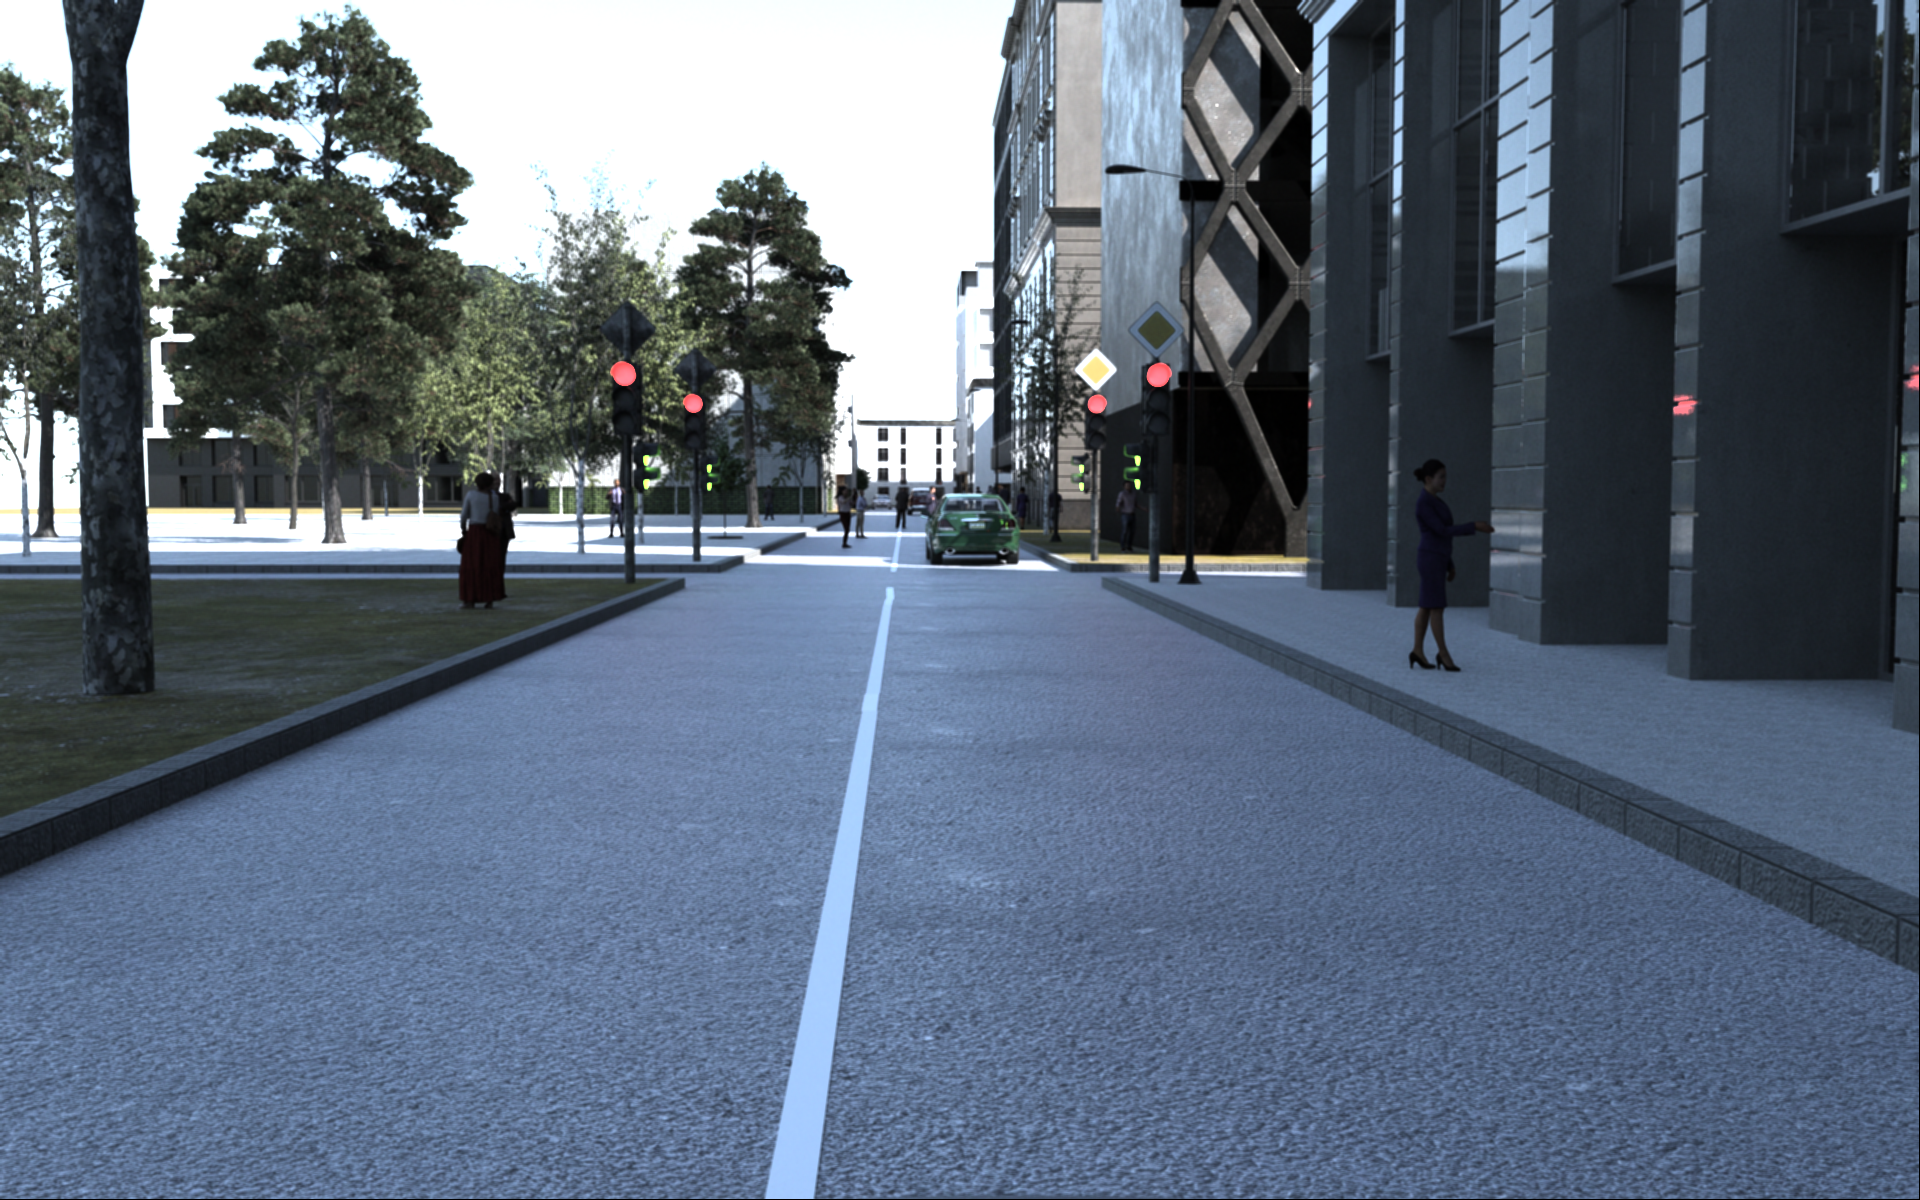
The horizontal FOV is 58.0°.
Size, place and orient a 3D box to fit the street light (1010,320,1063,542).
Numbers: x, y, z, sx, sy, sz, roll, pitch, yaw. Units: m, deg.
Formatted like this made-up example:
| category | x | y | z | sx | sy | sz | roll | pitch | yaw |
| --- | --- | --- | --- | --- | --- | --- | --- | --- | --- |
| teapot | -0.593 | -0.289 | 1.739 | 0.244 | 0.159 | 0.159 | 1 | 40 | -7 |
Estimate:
| category | x | y | z | sx | sy | sz | roll | pitch | yaw |
| --- | --- | --- | --- | --- | --- | --- | --- | --- | --- |
| street light | 2.033 | -4.511 | 46.297 | 1.470 | 5.913 | 1.316 | 0 | 4 | -2 |

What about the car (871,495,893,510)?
| category | x | y | z | sx | sy | sz | roll | pitch | yaw |
| --- | --- | --- | --- | --- | --- | --- | --- | --- | --- |
| car | -7.329 | -9.153 | 162.016 | 2.083 | 1.381 | 4.827 | 0 | 4 | -3 |

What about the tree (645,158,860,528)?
| category | x | y | z | sx | sy | sz | roll | pitch | yaw |
| --- | --- | --- | --- | --- | --- | --- | --- | --- | --- |
| tree | -8.099 | -9.637 | 64.987 | 7.806 | 13.903 | 7.818 | 0 | 3 | 0 |

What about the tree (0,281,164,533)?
| category | x | y | z | sx | sy | sz | roll | pitch | yaw |
| --- | --- | --- | --- | --- | --- | --- | --- | --- | --- |
| tree | -31.499 | -6.893 | 63.058 | 4.360 | 8.622 | 3.978 | 0 | 3 | 0 |

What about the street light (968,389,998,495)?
| category | x | y | z | sx | sy | sz | roll | pitch | yaw |
| --- | --- | --- | --- | --- | --- | --- | --- | --- | --- |
| street light | 1.098 | -6.377 | 76.797 | 1.470 | 5.913 | 1.316 | 0 | 4 | -2 |

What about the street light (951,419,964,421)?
| category | x | y | z | sx | sy | sz | roll | pitch | yaw |
| --- | --- | --- | --- | --- | --- | --- | --- | --- | --- |
| street light | 0.150 | -8.223 | 106.979 | 1.470 | 5.913 | 1.316 | 0 | 4 | -2 |

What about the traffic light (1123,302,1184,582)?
| category | x | y | z | sx | sy | sz | roll | pitch | yaw |
| --- | --- | --- | --- | --- | --- | --- | --- | --- | --- |
| traffic light | 2.811 | -2.195 | 25.134 | 0.839 | 4.213 | 0.868 | 0 | 4 | -2 |

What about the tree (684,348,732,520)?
| category | x | y | z | sx | sy | sz | roll | pitch | yaw |
| --- | --- | --- | --- | --- | --- | --- | --- | --- | --- |
| tree | -13.119 | -8.348 | 86.848 | 4.360 | 8.622 | 3.978 | 0 | 3 | 0 |

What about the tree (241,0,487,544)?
| category | x | y | z | sx | sy | sz | roll | pitch | yaw |
| --- | --- | --- | --- | --- | --- | --- | --- | --- | --- |
| tree | -16.430 | -8.380 | 44.428 | 7.806 | 13.903 | 7.818 | 0 | 3 | 0 |

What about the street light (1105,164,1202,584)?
| category | x | y | z | sx | sy | sz | roll | pitch | yaw |
| --- | --- | --- | --- | --- | --- | --- | --- | --- | --- |
| street light | 2.744 | -3.184 | 24.600 | 1.470 | 5.913 | 1.316 | 0 | 4 | -2 |

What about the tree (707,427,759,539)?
| category | x | y | z | sx | sy | sz | roll | pitch | yaw |
| --- | --- | --- | --- | --- | --- | --- | --- | --- | --- |
| tree | -6.781 | -3.381 | 49.880 | 1.663 | 3.219 | 1.824 | 0 | 3 | 0 |

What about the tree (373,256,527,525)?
| category | x | y | z | sx | sy | sz | roll | pitch | yaw |
| --- | --- | --- | --- | --- | --- | --- | --- | --- | --- |
| tree | -14.709 | -6.271 | 52.888 | 4.737 | 8.622 | 4.395 | 0 | 3 | 0 |

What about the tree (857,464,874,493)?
| category | x | y | z | sx | sy | sz | roll | pitch | yaw |
| --- | --- | --- | --- | --- | --- | --- | --- | --- | --- |
| tree | -10.901 | -12.327 | 185.257 | 4.285 | 4.588 | 4.351 | 0 | 3 | 0 |

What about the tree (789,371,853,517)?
| category | x | y | z | sx | sy | sz | roll | pitch | yaw |
| --- | --- | --- | --- | --- | --- | --- | --- | --- | --- |
| tree | -7.795 | -8.984 | 97.250 | 4.360 | 8.622 | 3.978 | 0 | 3 | 0 |

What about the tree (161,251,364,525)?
| category | x | y | z | sx | sy | sz | roll | pitch | yaw |
| --- | --- | --- | --- | --- | --- | --- | --- | --- | --- |
| tree | -30.458 | -9.218 | 72.772 | 6.751 | 12.117 | 7.091 | 0 | 3 | 0 |

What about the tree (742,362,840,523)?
| category | x | y | z | sx | sy | sz | roll | pitch | yaw |
| --- | --- | --- | --- | --- | --- | --- | --- | --- | --- |
| tree | -7.345 | -7.796 | 77.819 | 4.737 | 8.622 | 4.395 | 0 | 3 | 0 |

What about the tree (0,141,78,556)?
| category | x | y | z | sx | sy | sz | roll | pitch | yaw |
| --- | --- | --- | --- | --- | --- | --- | --- | --- | --- |
| tree | -19.470 | -5.200 | 35.375 | 4.360 | 8.622 | 3.978 | 0 | 3 | 0 |

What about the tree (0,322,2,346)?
| category | x | y | z | sx | sy | sz | roll | pitch | yaw |
| --- | --- | --- | --- | --- | --- | --- | --- | --- | --- |
| tree | -24.834 | -5.577 | 41.543 | 4.737 | 8.622 | 4.395 | 0 | 3 | 0 |

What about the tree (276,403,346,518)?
| category | x | y | z | sx | sy | sz | roll | pitch | yaw |
| --- | --- | --- | --- | --- | --- | --- | --- | --- | --- |
| tree | -34.350 | -8.707 | 92.722 | 4.360 | 8.622 | 3.978 | 0 | 3 | 0 |

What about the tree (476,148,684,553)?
| category | x | y | z | sx | sy | sz | roll | pitch | yaw |
| --- | --- | --- | --- | --- | --- | --- | --- | --- | --- |
| tree | -8.268 | -5.325 | 37.423 | 4.360 | 8.622 | 3.978 | 0 | 3 | 0 |

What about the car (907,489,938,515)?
| category | x | y | z | sx | sy | sz | roll | pitch | yaw |
| --- | --- | --- | --- | --- | --- | --- | --- | --- | --- |
| car | -2.616 | -6.762 | 119.231 | 2.281 | 1.827 | 5.304 | 0 | 4 | -3 |

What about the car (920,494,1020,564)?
| category | x | y | z | sx | sy | sz | roll | pitch | yaw |
| --- | --- | --- | --- | --- | --- | --- | --- | --- | --- |
| car | 0.227 | -1.525 | 36.736 | 2.131 | 1.459 | 4.920 | 0 | 4 | -3 |

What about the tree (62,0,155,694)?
| category | x | y | z | sx | sy | sz | roll | pitch | yaw |
| --- | --- | --- | --- | --- | --- | --- | --- | --- | --- |
| tree | -6.442 | -9.397 | 9.526 | 12.611 | 20.169 | 13.585 | 0 | 3 | 0 |

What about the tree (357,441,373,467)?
| category | x | y | z | sx | sy | sz | roll | pitch | yaw |
| --- | --- | --- | --- | --- | --- | --- | --- | --- | --- |
| tree | -21.898 | -7.370 | 70.860 | 4.737 | 8.622 | 4.395 | 0 | 3 | 0 |

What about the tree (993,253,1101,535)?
| category | x | y | z | sx | sy | sz | roll | pitch | yaw |
| --- | --- | --- | --- | --- | --- | --- | --- | --- | --- |
| tree | 2.850 | -6.338 | 53.993 | 4.360 | 8.622 | 3.978 | 0 | 3 | 0 |

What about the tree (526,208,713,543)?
| category | x | y | z | sx | sy | sz | roll | pitch | yaw |
| --- | --- | --- | --- | --- | --- | --- | --- | --- | --- |
| tree | -8.276 | -5.763 | 44.595 | 4.737 | 8.622 | 4.395 | 0 | 3 | 0 |

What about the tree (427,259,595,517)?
| category | x | y | z | sx | sy | sz | roll | pitch | yaw |
| --- | --- | --- | --- | --- | --- | --- | --- | --- | --- |
| tree | -24.590 | -11.517 | 94.958 | 9.857 | 13.997 | 8.962 | 0 | 3 | 0 |

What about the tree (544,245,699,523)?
| category | x | y | z | sx | sy | sz | roll | pitch | yaw |
| --- | --- | --- | --- | --- | --- | --- | --- | --- | --- |
| tree | -14.881 | -9.440 | 76.394 | 6.751 | 12.117 | 7.091 | 0 | 3 | 0 |

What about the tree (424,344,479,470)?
| category | x | y | z | sx | sy | sz | roll | pitch | yaw |
| --- | --- | --- | --- | --- | --- | --- | --- | --- | --- |
| tree | -21.522 | -7.747 | 77.020 | 4.360 | 8.622 | 3.978 | 0 | 3 | 0 |

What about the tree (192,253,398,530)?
| category | x | y | z | sx | sy | sz | roll | pitch | yaw |
| --- | --- | --- | --- | --- | --- | --- | --- | --- | --- |
| tree | -23.681 | -7.809 | 62.093 | 7.601 | 10.594 | 8.767 | -2 | 4 | -25 |

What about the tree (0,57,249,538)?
| category | x | y | z | sx | sy | sz | roll | pitch | yaw |
| --- | --- | --- | --- | --- | --- | --- | --- | --- | --- |
| tree | -26.679 | -8.729 | 50.138 | 7.806 | 13.903 | 7.818 | 0 | 3 | 0 |

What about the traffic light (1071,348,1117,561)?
| category | x | y | z | sx | sy | sz | roll | pitch | yaw |
| --- | --- | --- | --- | --- | --- | --- | --- | --- | --- |
| traffic light | 2.562 | -2.683 | 33.115 | 0.839 | 4.213 | 0.868 | 0 | 4 | -2 |

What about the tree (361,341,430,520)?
| category | x | y | z | sx | sy | sz | roll | pitch | yaw |
| --- | --- | --- | --- | --- | --- | --- | --- | --- | --- |
| tree | -28.972 | -9.912 | 84.124 | 6.751 | 12.117 | 7.091 | 0 | 3 | 0 |

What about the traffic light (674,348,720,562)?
| category | x | y | z | sx | sy | sz | roll | pitch | yaw |
| --- | --- | --- | --- | --- | --- | --- | --- | --- | --- |
| traffic light | -4.995 | -2.668 | 32.864 | 0.839 | 4.213 | 0.868 | 0 | 4 | -2 |
